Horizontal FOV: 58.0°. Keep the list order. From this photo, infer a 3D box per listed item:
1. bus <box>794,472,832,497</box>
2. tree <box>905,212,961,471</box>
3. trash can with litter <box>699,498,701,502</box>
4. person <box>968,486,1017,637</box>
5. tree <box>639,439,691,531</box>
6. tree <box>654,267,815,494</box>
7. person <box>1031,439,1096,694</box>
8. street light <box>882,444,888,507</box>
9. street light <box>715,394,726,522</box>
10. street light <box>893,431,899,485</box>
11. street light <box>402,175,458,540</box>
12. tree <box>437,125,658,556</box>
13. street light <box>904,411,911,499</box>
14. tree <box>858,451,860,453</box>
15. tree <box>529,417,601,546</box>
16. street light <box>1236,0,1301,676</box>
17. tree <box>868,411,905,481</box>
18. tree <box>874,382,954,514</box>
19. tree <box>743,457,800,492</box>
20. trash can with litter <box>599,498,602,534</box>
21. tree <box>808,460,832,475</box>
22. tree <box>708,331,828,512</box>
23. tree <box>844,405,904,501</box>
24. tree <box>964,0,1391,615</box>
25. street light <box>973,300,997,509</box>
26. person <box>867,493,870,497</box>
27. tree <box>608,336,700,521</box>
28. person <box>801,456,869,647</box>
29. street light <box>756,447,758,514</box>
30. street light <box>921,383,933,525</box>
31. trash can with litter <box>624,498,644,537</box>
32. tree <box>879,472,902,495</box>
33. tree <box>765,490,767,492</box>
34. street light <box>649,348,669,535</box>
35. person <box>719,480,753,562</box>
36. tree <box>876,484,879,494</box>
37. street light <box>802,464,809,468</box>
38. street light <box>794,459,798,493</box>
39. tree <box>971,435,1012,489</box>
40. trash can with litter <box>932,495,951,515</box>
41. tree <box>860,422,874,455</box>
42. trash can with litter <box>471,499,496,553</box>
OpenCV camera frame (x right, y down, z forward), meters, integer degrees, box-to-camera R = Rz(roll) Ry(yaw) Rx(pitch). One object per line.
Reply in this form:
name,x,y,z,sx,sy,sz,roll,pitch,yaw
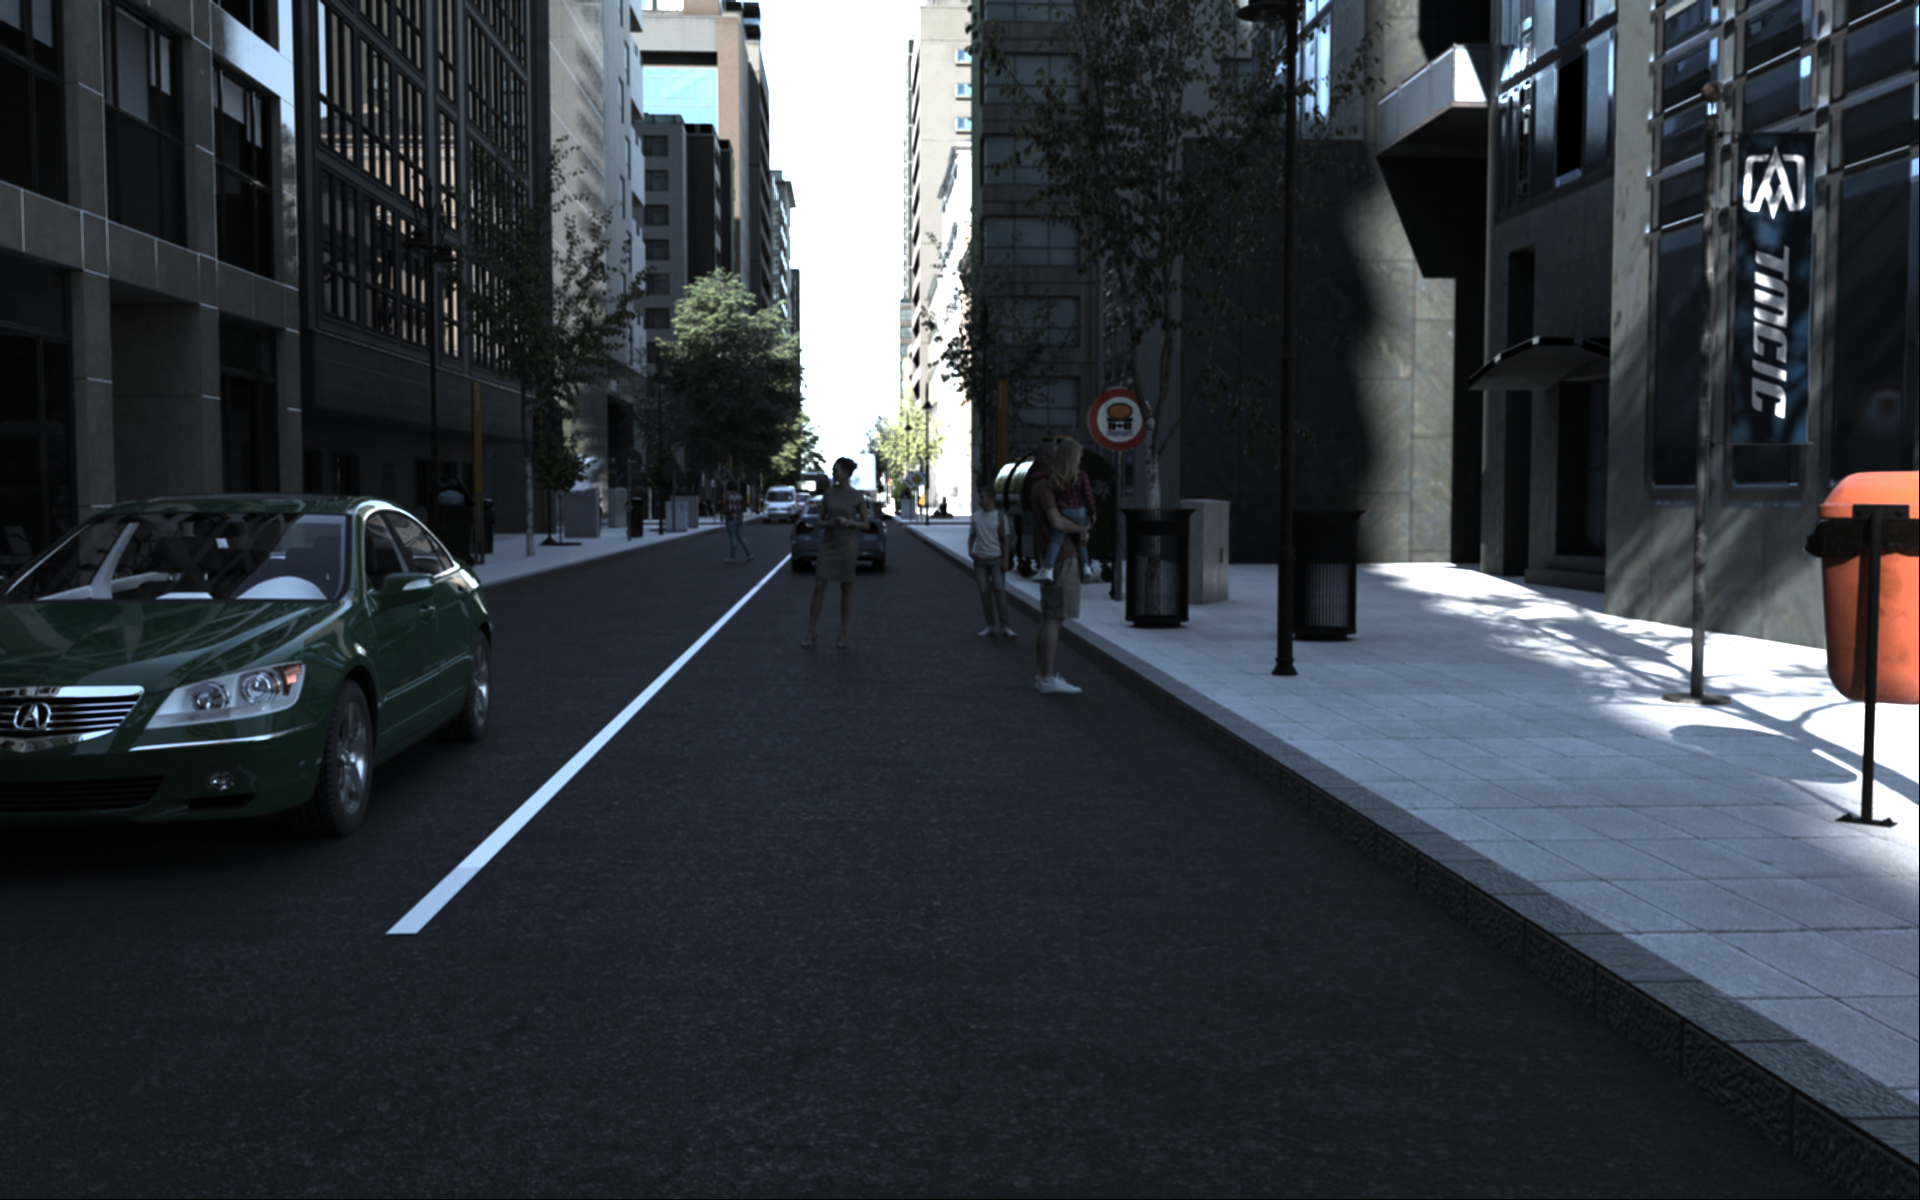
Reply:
bus,-12.005,-8.985,141.764,2.948,3.499,13.247,0,4,-5
tree,0.875,-5.783,44.910,4.360,8.622,3.978,0,3,0
trash can with litter,-17.756,-6.368,115.502,0.624,1.170,1.055,2,4,26
person,0.342,-0.389,17.460,0.503,1.515,0.523,-1,4,-10
tree,-10.400,-4.028,60.454,1.663,3.219,1.824,0,3,0
tree,-12.643,-11.643,97.019,9.857,13.997,8.962,0,3,0
person,0.716,-0.250,12.556,0.580,1.828,0.573,3,5,42
street light,-6.405,-11.062,153.653,0.468,5.910,1.993,0,4,-4
street light,-11.012,-6.552,79.918,0.468,5.910,1.993,0,4,-4
street light,-4.606,-9.274,124.415,0.468,5.910,1.993,0,4,-4
street light,-7.775,-3.228,25.559,0.468,5.910,1.993,0,4,-4
tree,-8.626,-5.204,35.455,4.737,8.622,4.395,0,3,0
street light,-2.855,-7.483,95.126,0.468,5.910,1.993,0,4,-4
tree,-8.052,-13.925,178.036,4.737,8.622,4.395,0,3,0
tree,-10.133,-2.993,43.532,1.663,3.219,1.824,0,3,0
street light,2.307,-2.406,12.128,0.468,5.910,1.993,0,4,-4
tree,-5.803,-12.215,150.077,4.360,8.622,3.978,0,3,0
tree,-2.613,-9.967,113.328,4.737,8.622,4.395,0,3,0
tree,-14.568,-8.895,129.155,4.285,4.588,4.351,0,3,0
trash can with litter,-11.831,-2.673,55.093,0.624,1.170,1.055,-3,5,-43
tree,-25.092,-21.893,308.317,4.737,8.622,4.395,0,3,0
tree,-13.958,-12.393,120.758,7.486,12.596,7.792,0,3,0
tree,-11.174,-20.084,238.736,12.009,13.543,11.850,0,3,0
tree,2.029,-4.112,17.593,4.360,8.622,3.978,0,3,0
street light,0.587,-4.195,41.371,0.468,5.910,1.993,0,4,-4
person,-5.255,-5.339,98.393,0.503,1.515,0.523,3,5,39
tree,-14.451,-8.046,81.915,4.360,8.622,3.978,0,3,0
person,-1.170,-0.451,16.214,0.599,1.781,0.374,1,4,14
street light,-12.867,-8.377,109.751,0.468,5.910,1.993,0,4,-4
street light,-1.348,-6.012,71.078,0.468,5.910,1.993,0,4,-4
trash can with litter,-9.749,-2.452,51.483,0.624,1.170,1.055,-1,4,-21
tree,-5.106,-8.642,135.902,1.663,3.219,1.824,0,3,0
tree,-14.993,-8.716,137.112,1.663,3.219,1.824,0,3,0
street light,-9.491,-5.016,54.802,0.468,5.910,1.993,0,4,-4
person,-4.734,-1.662,36.514,0.643,1.720,0.563,2,4,28
tree,-9.173,-12.340,196.365,1.663,3.219,1.824,0,3,0
street light,-19.344,-14.800,214.769,0.468,5.910,1.993,0,4,-4
street light,-17.514,-12.982,185.046,0.468,5.910,1.993,0,4,-4
tree,0.840,-3.485,51.577,1.663,3.219,1.824,0,3,0
trash can with litter,-0.891,-5.724,104.646,1.678,1.210,2.233,-1,4,-8
tree,-4.376,-11.026,130.637,4.737,8.622,4.395,0,3,0
trash can with litter,-10.496,-1.592,37.422,1.055,1.170,0.624,3,5,44
